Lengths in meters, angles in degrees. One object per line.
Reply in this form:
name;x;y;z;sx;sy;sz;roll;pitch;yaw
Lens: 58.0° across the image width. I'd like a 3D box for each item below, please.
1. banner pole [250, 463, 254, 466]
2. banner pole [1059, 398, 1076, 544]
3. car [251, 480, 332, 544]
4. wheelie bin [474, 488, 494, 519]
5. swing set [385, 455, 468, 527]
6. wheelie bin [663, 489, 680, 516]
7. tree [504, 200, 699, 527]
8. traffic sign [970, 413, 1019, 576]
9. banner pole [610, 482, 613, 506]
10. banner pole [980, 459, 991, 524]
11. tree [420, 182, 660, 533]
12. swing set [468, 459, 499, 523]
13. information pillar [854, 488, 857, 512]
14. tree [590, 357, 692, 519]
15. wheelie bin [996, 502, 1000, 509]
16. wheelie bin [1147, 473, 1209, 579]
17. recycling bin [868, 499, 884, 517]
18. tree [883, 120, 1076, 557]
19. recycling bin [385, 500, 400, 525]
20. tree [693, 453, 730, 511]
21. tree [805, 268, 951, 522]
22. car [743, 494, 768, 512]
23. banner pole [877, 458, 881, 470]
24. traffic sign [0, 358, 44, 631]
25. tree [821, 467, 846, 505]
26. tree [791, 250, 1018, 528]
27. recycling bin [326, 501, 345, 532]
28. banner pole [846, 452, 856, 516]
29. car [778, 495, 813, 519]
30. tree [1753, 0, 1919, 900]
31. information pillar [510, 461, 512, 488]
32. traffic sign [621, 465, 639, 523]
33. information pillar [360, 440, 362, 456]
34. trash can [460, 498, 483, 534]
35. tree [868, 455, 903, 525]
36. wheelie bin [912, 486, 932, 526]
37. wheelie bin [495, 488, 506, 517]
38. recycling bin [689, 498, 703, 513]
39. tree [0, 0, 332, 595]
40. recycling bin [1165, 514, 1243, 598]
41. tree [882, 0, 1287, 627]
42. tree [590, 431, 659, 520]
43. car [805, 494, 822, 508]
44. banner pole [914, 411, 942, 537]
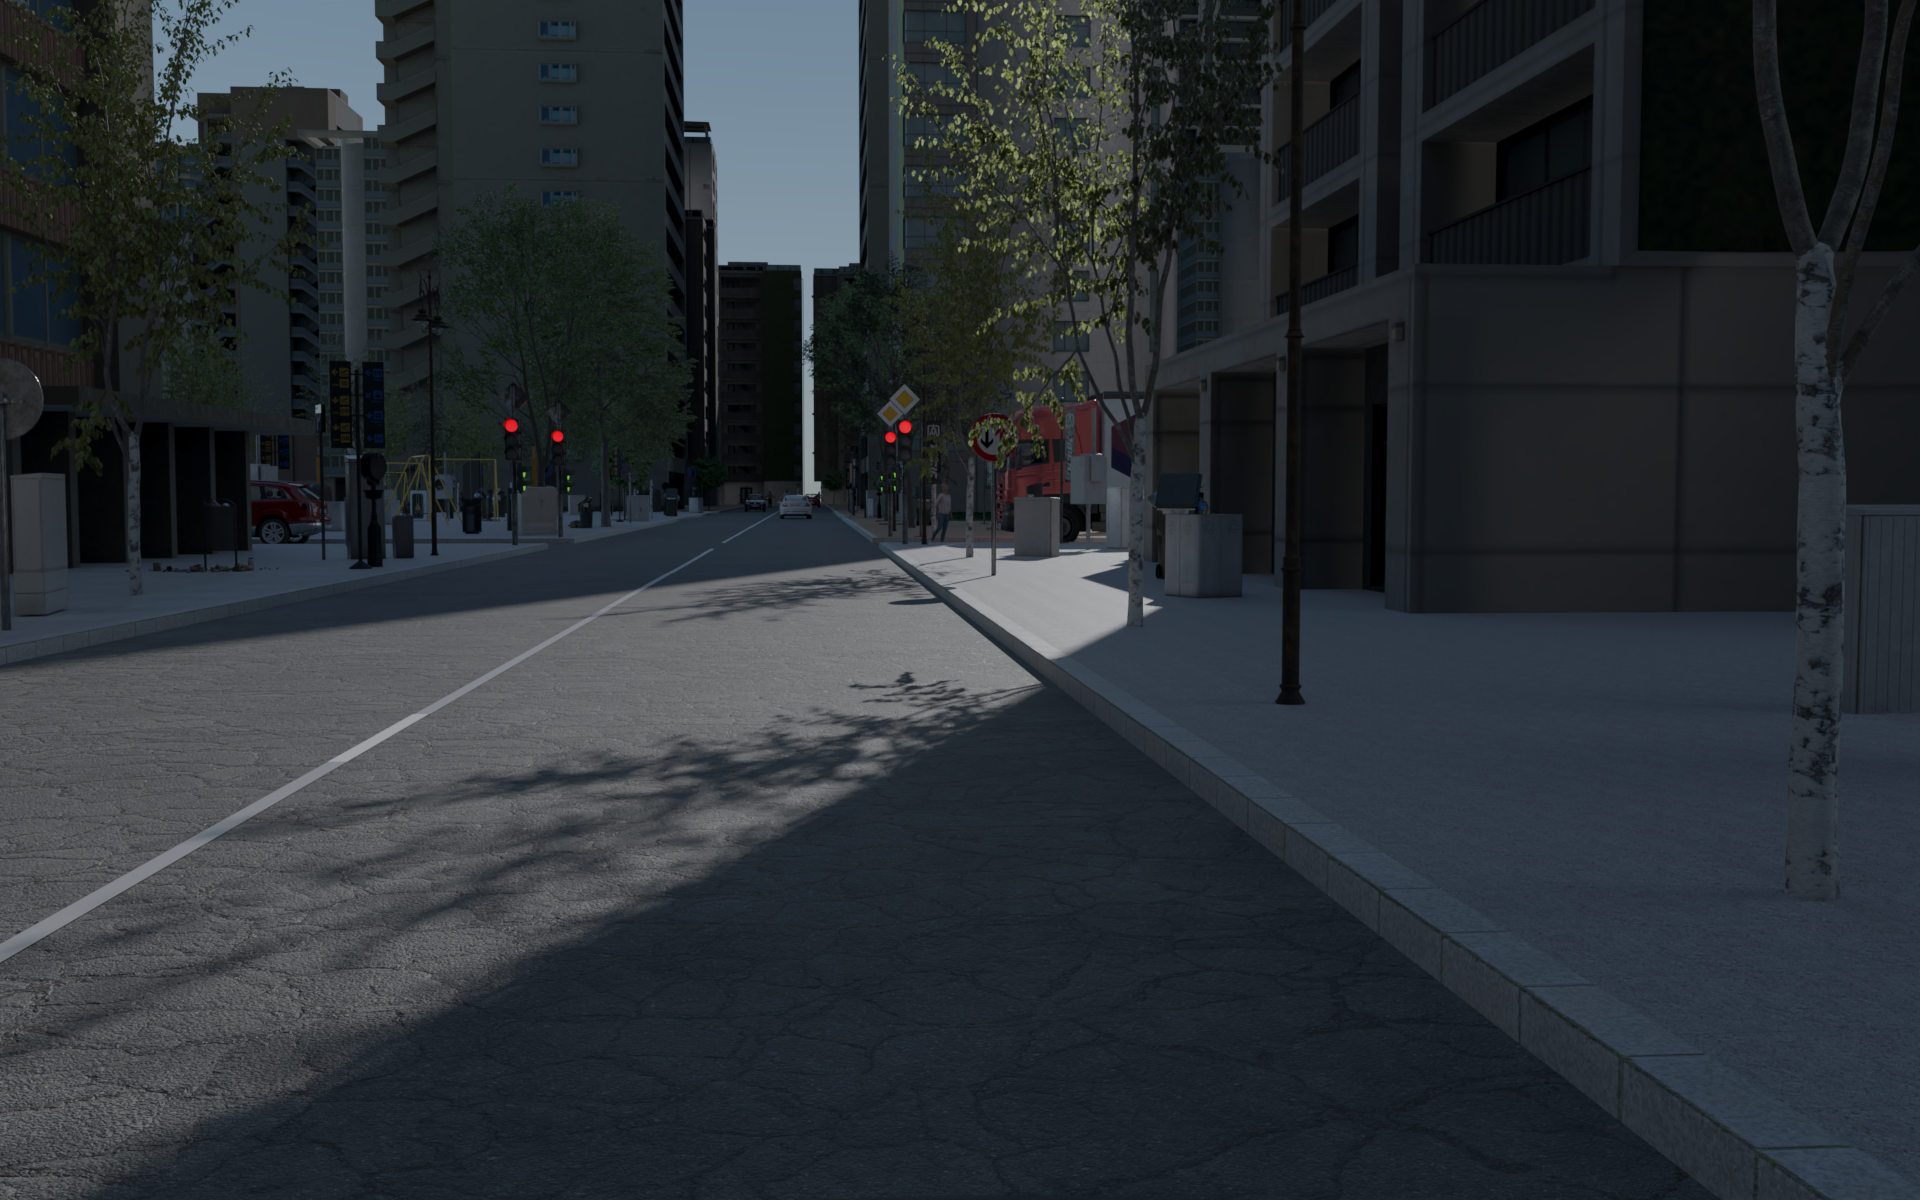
banner pole;-50.631;-8.158;123.403;0.863;3.779;0.401;0;4;3
banner pole;2.752;-3.351;44.810;0.401;3.779;0.863;-2;4;-29
car;-20.076;-2.379;47.568;5.304;1.827;2.281;0;4;-3
wheelie bin;-24.278;-4.903;88.071;0.693;1.594;0.980;0;4;5
swing set;-21.852;-4.439;70.191;2.862;2.851;3.119;-2;4;-28
wheelie bin;-16.573;-5.599;99.452;0.980;1.594;0.693;0;4;-5
tree;-14.300;-9.146;67.658;7.486;12.596;7.792;0;3;0
traffic sign;0.533;-1.659;27.237;0.768;2.556;0.104;0;4;-3
banner pole;-24.920;-8.183;123.802;0.401;3.779;0.863;1;4;11
banner pole;1.202;-5.139;74.037;0.401;3.779;0.863;-3;5;-44
tree;-13.805;-8.040;57.205;9.928;11.665;9.643;0;3;0
swing set;-21.965;-4.855;76.997;3.119;2.851;2.862;-1;4;-18
information pillar;-7.338;-7.128;121.029;0.304;2.012;0.304;0;4;5
tree;-16.123;-8.578;90.612;4.737;8.622;4.395;0;3;0
wheelie bin;1.856;-3.972;72.848;0.693;1.594;0.980;1;4;13
wheelie bin;3.315;-1.122;26.250;0.980;1.594;0.693;1;4;21
recycling bin;-4.701;-5.150;96.749;0.722;1.027;0.722;-2;4;-28
tree;0.269;-5.185;35.136;4.737;8.622;4.395;0;3;0
recycling bin;-23.966;-3.673;72.603;0.722;1.027;0.722;1;4;15
tree;-19.643;-9.259;135.098;4.285;4.588;4.351;0;3;0
tree;-3.540;-9.475;80.669;9.928;11.665;9.643;0;3;0
car;-16.732;-8.056;141.500;2.009;1.686;4.222;0;4;-6
banner pole;-5.592;-7.945;119.917;0.401;3.779;0.863;1;4;23
traffic sign;-8.982;-0.987;16.236;0.768;2.556;0.104;0;4;-5
tree;-14.890;-13.493;204.331;4.285;4.588;4.351;0;3;0
tree;-1.920;-8.038;65.833;8.767;10.594;7.601;-1;4;-18
recycling bin;-21.591;-2.881;59.663;0.722;1.027;0.722;0;4;-8
banner pole;-6.347;-6.929;103.298;0.401;3.779;0.863;-1;4;-20
car;-9.593;-5.424;101.039;2.083;1.381;4.827;0;4;-6
tree;2.718;-3.345;5.046;4.360;8.622;3.978;0;3;0
information pillar;-32.228;-8.131;124.304;0.183;3.616;0.504;-1;4;-21
traffic sign;-14.522;-4.657;76.255;0.768;2.556;0.104;0;4;-1
information pillar;-23.283;-4.639;67.196;0.183;3.616;0.504;-2;4;-31
trash can;-15.698;-2.694;55.694;0.748;1.137;0.748;0;3;0
tree;-2.829;-4.788;72.887;1.663;3.219;1.824;0;3;0
wheelie bin;-1.525;-3.802;70.063;0.980;1.594;0.693;-1;4;-10
wheelie bin;-25.552;-5.390;96.039;0.693;1.594;0.980;-2;4;-35
recycling bin;-17.803;-6.378;116.827;0.722;1.027;0.722;1;4;20
tree;-10.437;-4.383;22.022;4.737;8.622;4.395;0;3;0
recycling bin;3.057;-0.561;21.720;0.722;1.027;0.722;-2;4;-27
tree;1.596;-4.062;16.784;4.360;8.622;3.978;0;3;0
tree;-16.348;-6.182;84.782;4.285;4.588;4.351;0;3;0
car;-15.562;-10.563;181.750;2.155;1.783;4.494;0;4;-3
banner pole;-0.946;-3.781;51.833;0.863;3.779;0.401;0;4;-6
